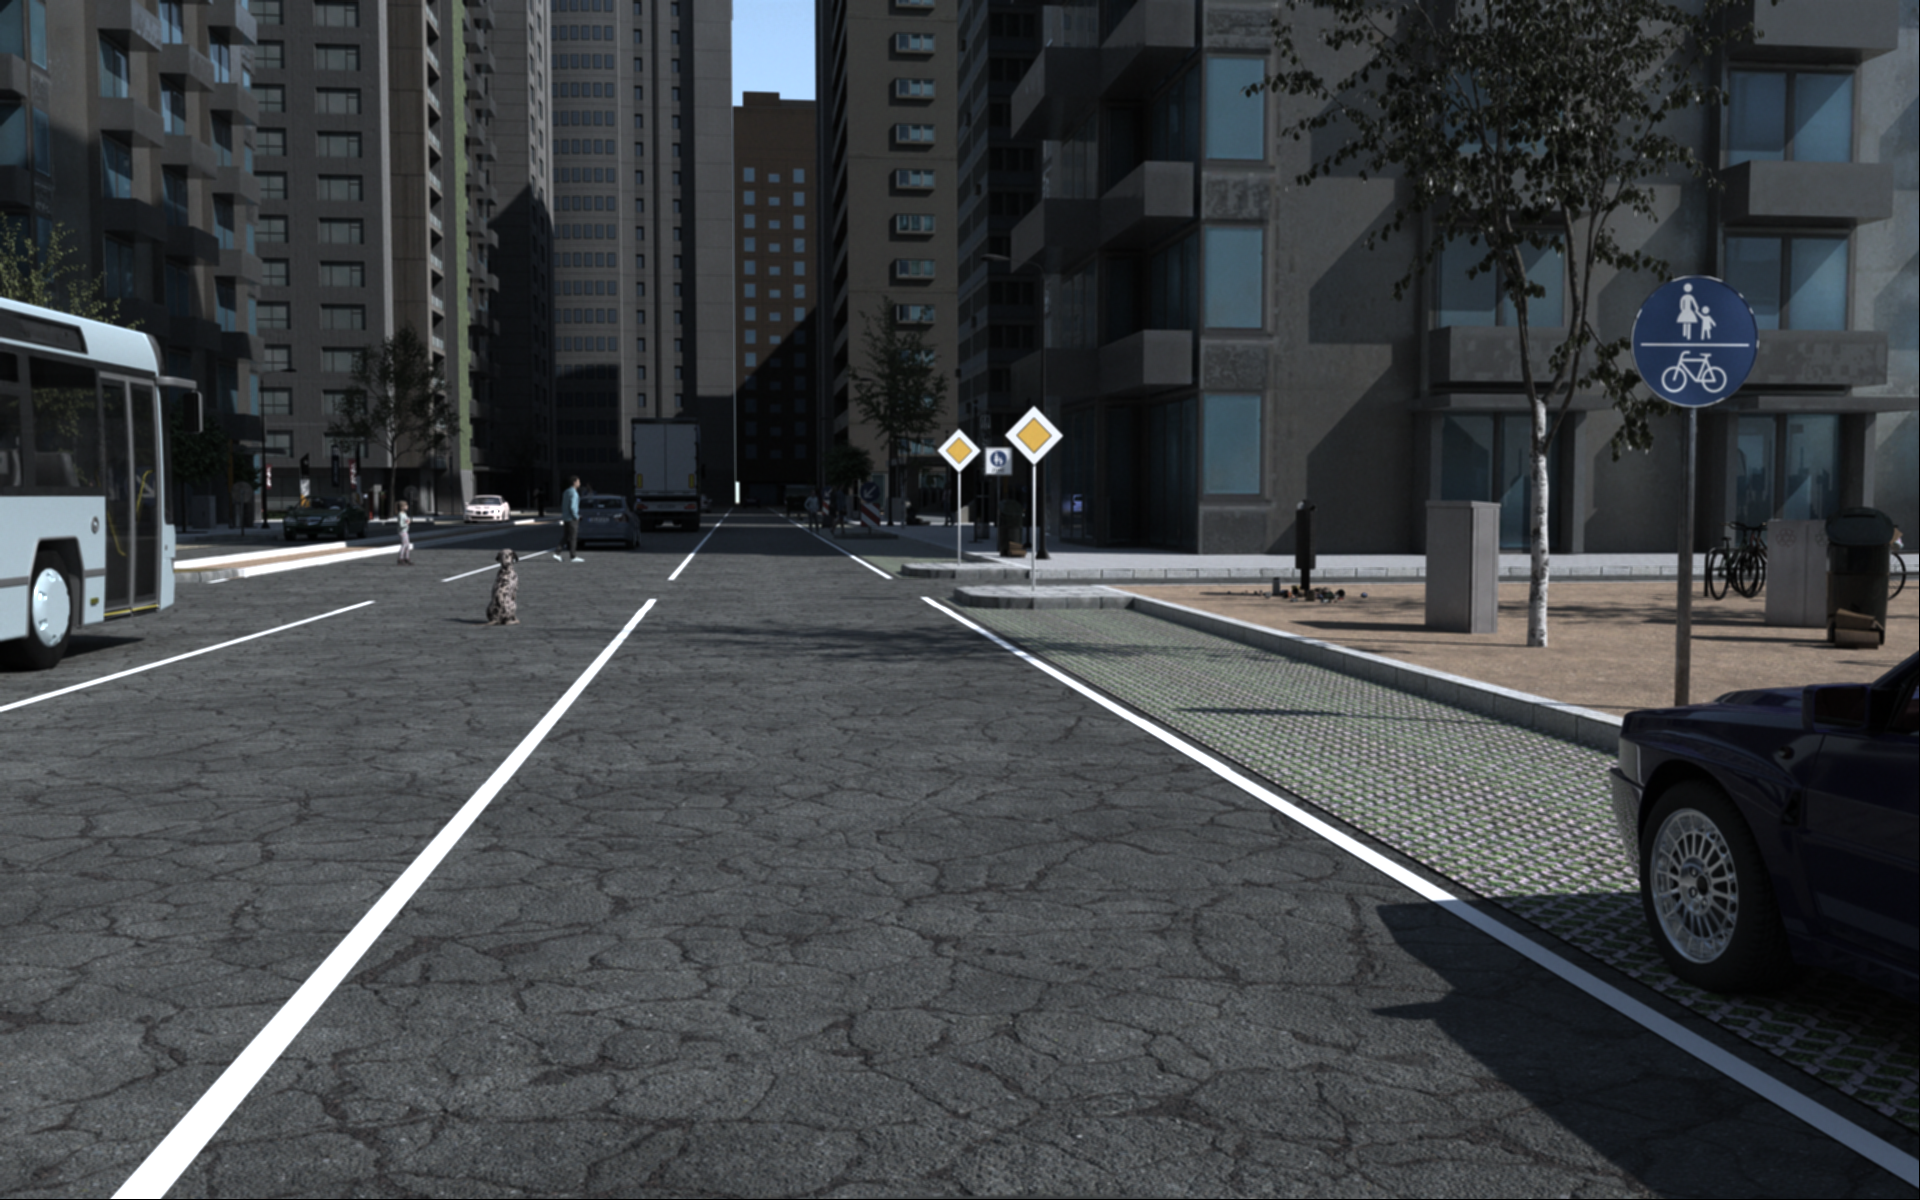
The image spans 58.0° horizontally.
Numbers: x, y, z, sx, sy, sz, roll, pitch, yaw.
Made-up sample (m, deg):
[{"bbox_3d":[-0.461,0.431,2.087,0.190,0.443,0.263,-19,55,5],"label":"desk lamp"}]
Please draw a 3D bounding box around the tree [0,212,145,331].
[{"bbox_3d":[-24.407,-5.863,46.226,4.737,8.622,4.395,0,3,0],"label":"tree"}]

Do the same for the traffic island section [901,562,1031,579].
[{"bbox_3d":[0.026,-0.518,30.744,2.009,0.180,2.903,0,4,-7],"label":"traffic island section"}]

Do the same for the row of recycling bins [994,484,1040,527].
[{"bbox_3d":[2.579,-3.747,68.381,1.069,1.692,3.534,3,5,41],"label":"row of recycling bins"}]

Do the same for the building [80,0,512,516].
[{"bbox_3d":[-47.224,-31.212,129.928,23.786,49.044,30.456,0,4,-7],"label":"building"}]

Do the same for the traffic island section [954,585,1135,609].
[{"bbox_3d":[1.012,-0.033,22.820,2.009,0.180,2.903,0,4,-7],"label":"traffic island section"}]

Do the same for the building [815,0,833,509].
[{"bbox_3d":[-2.143,-37.320,152.186,21.231,58.520,28.212,0,4,-7],"label":"building"}]

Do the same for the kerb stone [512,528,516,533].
[{"bbox_3d":[-16.595,-2.548,63.866,0.120,0.150,1.000,0,4,-7],"label":"kerb stone"}]

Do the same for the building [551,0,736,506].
[{"bbox_3d":[-39.867,-40.045,196.737,28.212,58.520,21.231,0,4,-7],"label":"building"}]

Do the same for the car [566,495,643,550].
[{"bbox_3d":[-9.442,-2.075,45.935,2.014,1.417,4.499,0,4,-8],"label":"car"}]

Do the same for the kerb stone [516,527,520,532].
[{"bbox_3d":[-16.721,-2.611,64.881,0.120,0.150,1.000,0,4,-7],"label":"kerb stone"}]

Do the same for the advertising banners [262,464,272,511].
[{"bbox_3d":[-40.204,-6.314,99.420,0.090,3.025,2.074,1,4,22],"label":"advertising banners"}]

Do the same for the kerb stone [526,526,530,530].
[{"bbox_3d":[-17.101,-2.798,67.944,0.120,0.150,1.000,0,4,-7],"label":"kerb stone"}]

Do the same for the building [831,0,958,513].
[{"bbox_3d":[1.735,-30.839,127.921,21.300,48.544,21.600,0,4,-7],"label":"building"}]

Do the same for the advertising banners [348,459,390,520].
[{"bbox_3d":[-29.274,-5.478,85.759,2.074,3.025,0.090,0,4,6],"label":"advertising banners"}]

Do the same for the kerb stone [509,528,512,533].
[{"bbox_3d":[-16.475,-2.479,62.851,0.120,0.150,1.000,0,4,-7],"label":"kerb stone"}]

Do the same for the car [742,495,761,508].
[{"bbox_3d":[-21.047,-9.933,174.979,1.945,1.354,3.894,0,4,-7],"label":"car"}]

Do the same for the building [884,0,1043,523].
[{"bbox_3d":[12.813,-24.066,85.365,32.217,40.220,23.993,0,4,-7],"label":"building"}]

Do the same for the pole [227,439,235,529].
[{"bbox_3d":[-26.913,-4.286,63.917,0.158,3.312,0.155,0,3,0],"label":"pole"}]

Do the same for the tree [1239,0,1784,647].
[{"bbox_3d":[4.674,-3.902,14.165,4.360,8.622,3.978,0,3,0],"label":"tree"}]

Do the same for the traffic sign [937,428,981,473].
[{"bbox_3d":[0.004,-1.741,30.659,0.795,2.593,0.064,0,4,-7],"label":"traffic sign"}]

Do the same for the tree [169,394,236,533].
[{"bbox_3d":[-25.643,-4.487,57.069,4.285,4.588,4.351,0,3,0],"label":"tree"}]

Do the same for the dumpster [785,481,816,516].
[{"bbox_3d":[-10.355,-6.578,112.500,1.985,2.255,1.502,0,4,-6],"label":"dumpster"}]

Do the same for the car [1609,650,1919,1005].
[{"bbox_3d":[3.129,0.528,3.945,1.945,1.354,3.894,-1,4,-9],"label":"car"}]

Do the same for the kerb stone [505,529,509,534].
[{"bbox_3d":[-16.341,-2.425,61.837,0.120,0.150,1.000,0,4,-7],"label":"kerb stone"}]

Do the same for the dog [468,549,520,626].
[{"bbox_3d":[-5.147,-0.138,19.098,0.513,0.831,0.800,3,5,40],"label":"dog"}]

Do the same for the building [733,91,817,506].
[{"bbox_3d":[-18.460,-33.439,196.838,14.200,45.320,14.600,0,4,-7],"label":"building"}]

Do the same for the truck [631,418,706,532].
[{"bbox_3d":[-11.617,-4.912,69.223,2.839,4.237,11.283,0,4,-8],"label":"truck"}]

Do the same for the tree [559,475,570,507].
[{"bbox_3d":[-39.444,-10.970,173.956,1.663,3.219,1.824,0,3,0],"label":"tree"}]

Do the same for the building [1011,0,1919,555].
[{"bbox_3d":[16.488,-26.080,46.009,30.456,49.044,23.786,0,4,-7],"label":"building"}]

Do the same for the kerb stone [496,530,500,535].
[{"bbox_3d":[-16.090,-2.299,59.789,0.120,0.150,1.000,0,4,-7],"label":"kerb stone"}]

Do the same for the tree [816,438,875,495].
[{"bbox_3d":[-6.577,-7.121,100.138,4.285,4.588,4.351,0,3,0],"label":"tree"}]

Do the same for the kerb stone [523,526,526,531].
[{"bbox_3d":[-16.980,-2.736,66.921,0.120,0.150,1.000,0,4,-7],"label":"kerb stone"}]

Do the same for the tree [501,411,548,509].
[{"bbox_3d":[-38.232,-12.350,152.283,4.360,8.622,3.978,0,3,0],"label":"tree"}]

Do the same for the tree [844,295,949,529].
[{"bbox_3d":[-2.139,-6.921,63.519,4.737,8.622,4.395,0,3,0],"label":"tree"}]

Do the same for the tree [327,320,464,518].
[{"bbox_3d":[-30.031,-9.649,92.181,7.601,10.594,8.767,-1,4,-16],"label":"tree"}]

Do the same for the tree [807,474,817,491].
[{"bbox_3d":[-14.608,-10.699,169.535,1.663,3.219,1.824,0,3,0],"label":"tree"}]

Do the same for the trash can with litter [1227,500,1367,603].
[{"bbox_3d":[4.197,-0.631,21.377,1.678,1.210,2.233,0,4,6],"label":"trash can with litter"}]

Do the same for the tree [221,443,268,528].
[{"bbox_3d":[-27.215,-4.346,65.654,1.663,3.219,1.824,0,3,0],"label":"tree"}]

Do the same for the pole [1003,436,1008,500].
[{"bbox_3d":[1.598,-4.086,60.653,0.158,3.312,0.155,0,3,0],"label":"pole"}]

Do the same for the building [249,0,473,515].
[{"bbox_3d":[-39.116,-25.992,108.562,14.154,41.232,14.086,0,4,-7],"label":"building"}]

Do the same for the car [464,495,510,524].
[{"bbox_3d":[-23.219,-4.449,85.107,2.083,1.381,4.827,-1,4,-9],"label":"car"}]

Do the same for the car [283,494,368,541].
[{"bbox_3d":[-20.074,-2.637,54.918,2.131,1.459,4.920,0,4,-7],"label":"car"}]

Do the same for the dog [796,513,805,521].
[{"bbox_3d":[-8.498,-4.431,92.642,0.748,0.427,0.550,-2,4,-30],"label":"dog"}]

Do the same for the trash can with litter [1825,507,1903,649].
[{"bbox_3d":[7.670,-0.200,14.664,0.624,1.170,1.055,2,4,24],"label":"trash can with litter"}]

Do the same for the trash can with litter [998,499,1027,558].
[{"bbox_3d":[1.141,-1.464,35.318,0.624,1.170,1.055,-1,4,-14],"label":"trash can with litter"}]

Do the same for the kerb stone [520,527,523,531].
[{"bbox_3d":[-16.845,-2.673,65.902,0.120,0.150,1.000,0,4,-7],"label":"kerb stone"}]

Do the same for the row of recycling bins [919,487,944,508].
[{"bbox_3d":[-1.906,-5.772,101.488,1.069,1.692,3.534,2,4,28],"label":"row of recycling bins"}]

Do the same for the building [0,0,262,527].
[{"bbox_3d":[-40.931,-27.337,66.565,23.786,49.044,30.456,0,4,-7],"label":"building"}]

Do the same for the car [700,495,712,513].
[{"bbox_3d":[-19.752,-7.222,130.433,2.083,1.381,4.827,0,4,-6],"label":"car"}]

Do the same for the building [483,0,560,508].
[{"bbox_3d":[-50.041,-44.405,164.274,20.611,71.187,20.563,0,4,-7],"label":"building"}]

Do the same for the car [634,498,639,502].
[{"bbox_3d":[-21.849,-6.820,121.090,1.945,1.707,3.694,-1,4,-9],"label":"car"}]

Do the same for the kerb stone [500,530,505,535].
[{"bbox_3d":[-16.210,-2.360,60.814,0.120,0.150,1.000,0,4,-7],"label":"kerb stone"}]
